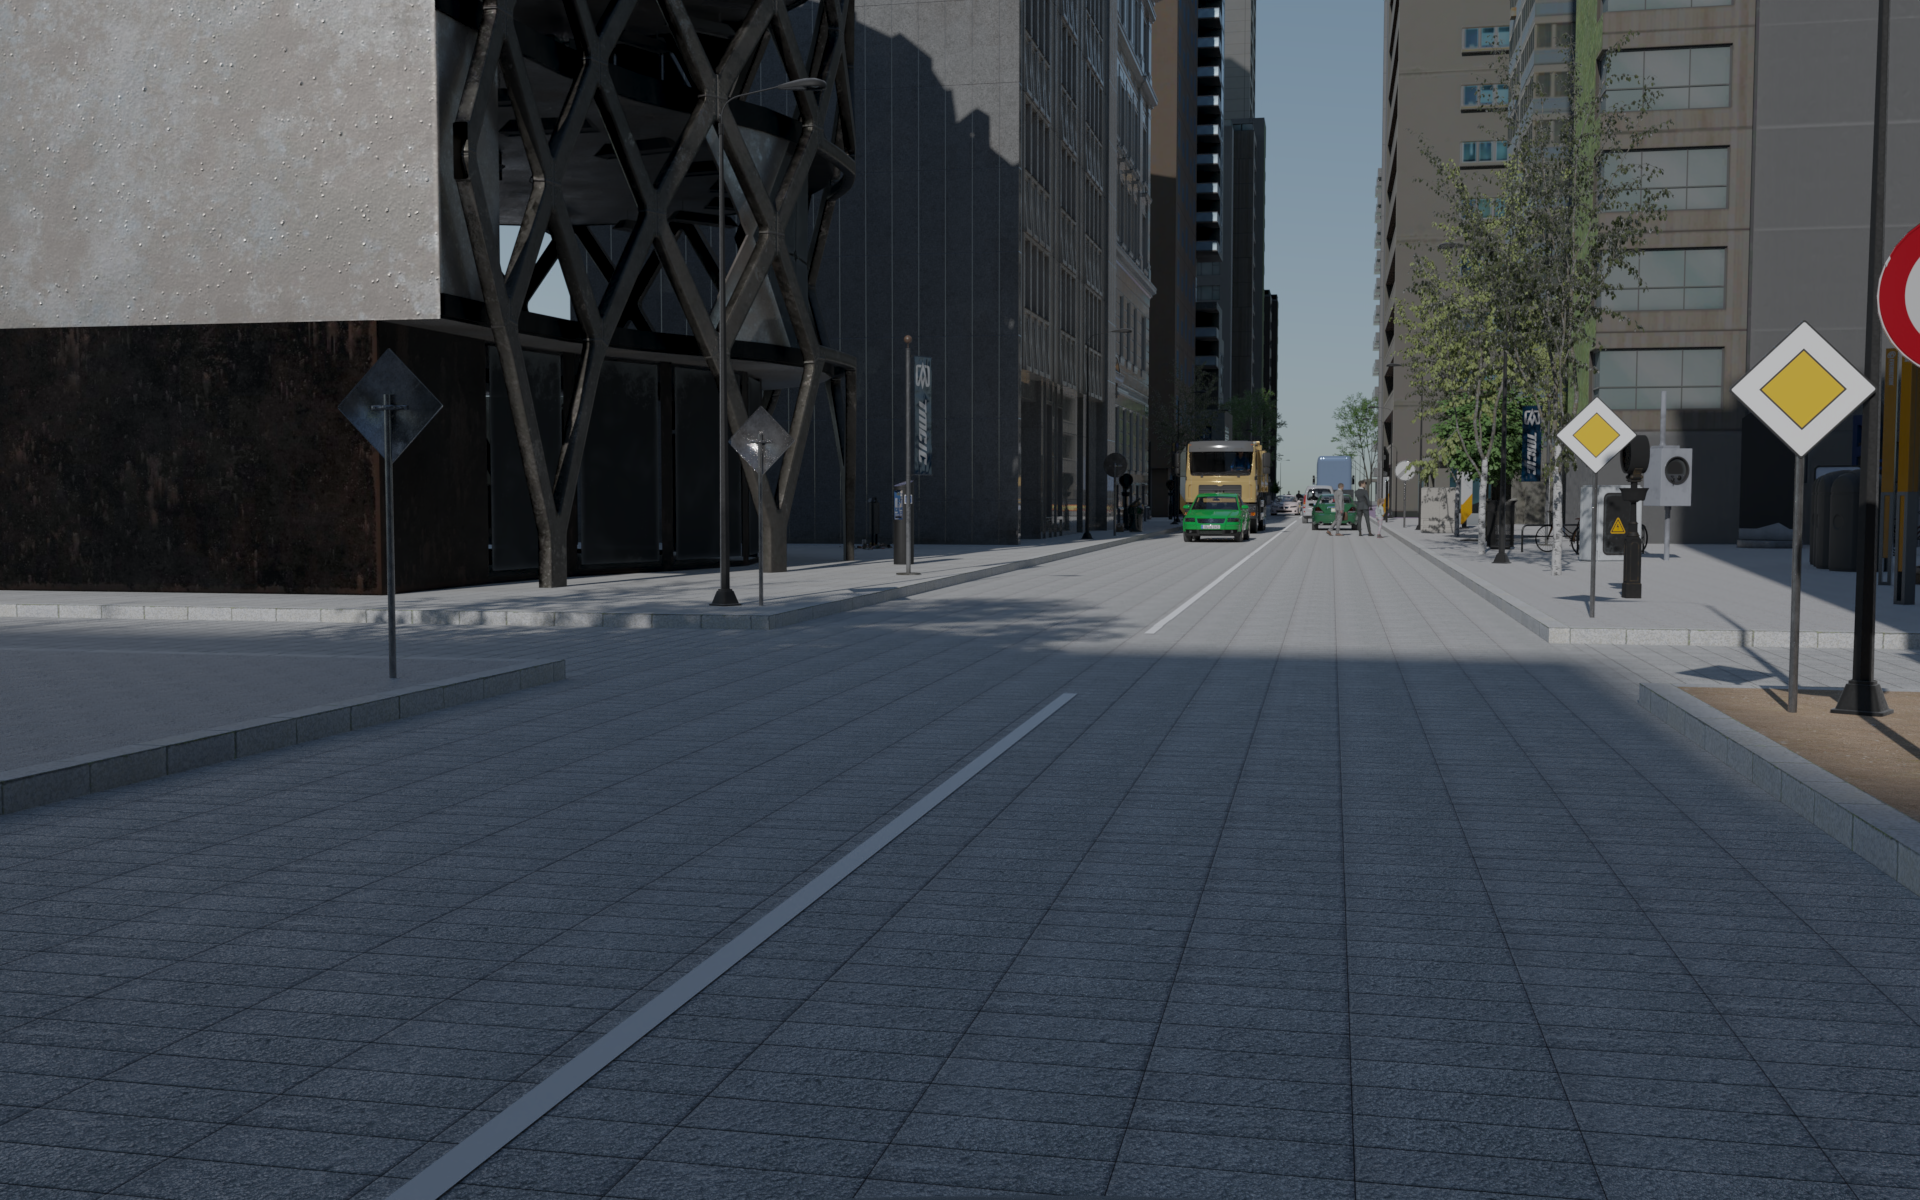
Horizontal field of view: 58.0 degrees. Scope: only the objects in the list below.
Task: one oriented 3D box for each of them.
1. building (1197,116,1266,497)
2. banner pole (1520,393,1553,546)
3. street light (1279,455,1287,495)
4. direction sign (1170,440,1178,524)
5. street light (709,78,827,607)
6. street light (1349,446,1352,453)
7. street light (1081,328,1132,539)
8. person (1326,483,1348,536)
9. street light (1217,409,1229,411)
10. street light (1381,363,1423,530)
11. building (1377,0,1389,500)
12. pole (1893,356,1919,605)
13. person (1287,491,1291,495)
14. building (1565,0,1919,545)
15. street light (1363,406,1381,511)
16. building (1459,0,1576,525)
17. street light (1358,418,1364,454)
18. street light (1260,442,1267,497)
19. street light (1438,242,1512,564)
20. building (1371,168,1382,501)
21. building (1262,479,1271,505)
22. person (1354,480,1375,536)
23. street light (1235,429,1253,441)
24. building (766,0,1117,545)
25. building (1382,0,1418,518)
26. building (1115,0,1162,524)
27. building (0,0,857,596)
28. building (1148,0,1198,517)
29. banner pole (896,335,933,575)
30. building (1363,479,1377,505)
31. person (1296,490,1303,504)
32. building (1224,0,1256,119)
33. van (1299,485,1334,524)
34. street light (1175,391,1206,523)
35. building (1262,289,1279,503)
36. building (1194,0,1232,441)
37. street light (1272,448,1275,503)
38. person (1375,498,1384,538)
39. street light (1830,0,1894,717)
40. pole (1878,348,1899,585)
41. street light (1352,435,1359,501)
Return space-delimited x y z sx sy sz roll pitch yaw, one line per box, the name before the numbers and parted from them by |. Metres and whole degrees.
building | 24.981 -30.619 184.207 14.154 41.232 14.086 1 4 12
banner pole | 14.387 -3.247 43.104 0.863 3.779 0.401 1 4 14
street light | 37.612 -14.233 205.244 1.470 5.913 1.316 1 4 12
direction sign | 9.065 -4.960 73.097 0.379 3.537 0.876 2 4 24
street light | -2.172 -2.879 19.620 1.470 5.913 1.316 1 4 12
street light | 38.083 -11.809 165.611 1.470 5.913 1.316 1 4 12
street light | 4.132 -4.665 48.812 1.470 5.913 1.316 1 4 12
person | 12.992 -3.101 59.317 0.853 1.813 0.709 -1 4 -15
street light | 13.964 -7.479 94.820 1.470 5.913 1.316 1 4 12
street light | 15.828 -5.444 61.553 1.470 5.913 1.316 1 4 12
building | 46.671 -37.026 147.375 21.231 58.520 28.212 1 4 12
pole | 10.966 -1.601 20.018 0.158 3.312 0.155 0 3 0
person | 33.938 -10.396 179.001 1.217 1.766 0.721 2 4 35
building | 24.644 -22.338 48.820 14.154 41.232 14.086 1 4 12
street light | 22.198 -7.269 91.392 1.470 5.913 1.316 1 4 12
building | 37.327 -23.465 75.529 32.217 40.220 23.993 1 4 12
street light | 25.192 -8.134 105.536 1.470 5.913 1.316 1 4 12
street light | 26.462 -11.058 153.342 1.470 5.913 1.316 1 4 12
street light | 9.500 -3.637 32.008 1.470 5.913 1.316 1 4 12
building | 66.049 -37.236 228.409 23.786 49.044 30.456 1 4 12
building | 20.368 -31.362 204.656 32.217 40.220 23.993 1 4 12
person | 13.747 -3.124 58.948 0.648 1.900 0.474 3 5 43
street light | 20.238 -9.266 124.038 1.470 5.913 1.316 1 4 12
building | -2.334 -14.416 53.718 12.078 24.808 19.932 1 4 12
building | 36.264 -29.215 101.372 21.300 48.544 21.600 1 4 12
building | 0.906 -17.581 73.346 13.634 28.700 20.117 1 4 12
building | -10.596 -9.973 30.504 16.820 18.784 16.811 1 4 12
building | 6.403 -27.611 101.546 14.600 45.320 14.200 1 4 12
banner pole | -0.684 -2.300 27.615 0.401 3.779 0.863 3 4 36
building | 63.638 -31.164 201.405 32.217 40.220 23.993 1 4 12
person | 29.714 -8.734 151.855 0.990 1.755 0.434 3 5 43
building | 29.871 -48.113 224.896 20.563 71.187 20.611 1 4 12
van | 17.746 -4.797 85.439 2.013 2.044 4.112 1 4 12
street light | 10.350 -6.446 77.931 1.470 5.913 1.316 1 4 12
building | 37.105 -28.784 242.313 14.160 30.474 14.107 1 4 12
building | 12.487 -51.037 147.120 22.319 86.520 31.000 1 4 12
street light | 31.325 -12.431 175.783 1.470 5.913 1.316 1 4 12
person | 13.691 -2.669 56.409 0.394 1.301 0.425 -2 4 -33
street light | 4.758 -2.297 10.090 1.470 5.913 1.316 1 4 12
pole | 13.041 -1.864 24.316 0.158 3.312 0.155 0 3 0
street light | 31.523 -9.937 135.008 1.470 5.913 1.316 1 4 12
